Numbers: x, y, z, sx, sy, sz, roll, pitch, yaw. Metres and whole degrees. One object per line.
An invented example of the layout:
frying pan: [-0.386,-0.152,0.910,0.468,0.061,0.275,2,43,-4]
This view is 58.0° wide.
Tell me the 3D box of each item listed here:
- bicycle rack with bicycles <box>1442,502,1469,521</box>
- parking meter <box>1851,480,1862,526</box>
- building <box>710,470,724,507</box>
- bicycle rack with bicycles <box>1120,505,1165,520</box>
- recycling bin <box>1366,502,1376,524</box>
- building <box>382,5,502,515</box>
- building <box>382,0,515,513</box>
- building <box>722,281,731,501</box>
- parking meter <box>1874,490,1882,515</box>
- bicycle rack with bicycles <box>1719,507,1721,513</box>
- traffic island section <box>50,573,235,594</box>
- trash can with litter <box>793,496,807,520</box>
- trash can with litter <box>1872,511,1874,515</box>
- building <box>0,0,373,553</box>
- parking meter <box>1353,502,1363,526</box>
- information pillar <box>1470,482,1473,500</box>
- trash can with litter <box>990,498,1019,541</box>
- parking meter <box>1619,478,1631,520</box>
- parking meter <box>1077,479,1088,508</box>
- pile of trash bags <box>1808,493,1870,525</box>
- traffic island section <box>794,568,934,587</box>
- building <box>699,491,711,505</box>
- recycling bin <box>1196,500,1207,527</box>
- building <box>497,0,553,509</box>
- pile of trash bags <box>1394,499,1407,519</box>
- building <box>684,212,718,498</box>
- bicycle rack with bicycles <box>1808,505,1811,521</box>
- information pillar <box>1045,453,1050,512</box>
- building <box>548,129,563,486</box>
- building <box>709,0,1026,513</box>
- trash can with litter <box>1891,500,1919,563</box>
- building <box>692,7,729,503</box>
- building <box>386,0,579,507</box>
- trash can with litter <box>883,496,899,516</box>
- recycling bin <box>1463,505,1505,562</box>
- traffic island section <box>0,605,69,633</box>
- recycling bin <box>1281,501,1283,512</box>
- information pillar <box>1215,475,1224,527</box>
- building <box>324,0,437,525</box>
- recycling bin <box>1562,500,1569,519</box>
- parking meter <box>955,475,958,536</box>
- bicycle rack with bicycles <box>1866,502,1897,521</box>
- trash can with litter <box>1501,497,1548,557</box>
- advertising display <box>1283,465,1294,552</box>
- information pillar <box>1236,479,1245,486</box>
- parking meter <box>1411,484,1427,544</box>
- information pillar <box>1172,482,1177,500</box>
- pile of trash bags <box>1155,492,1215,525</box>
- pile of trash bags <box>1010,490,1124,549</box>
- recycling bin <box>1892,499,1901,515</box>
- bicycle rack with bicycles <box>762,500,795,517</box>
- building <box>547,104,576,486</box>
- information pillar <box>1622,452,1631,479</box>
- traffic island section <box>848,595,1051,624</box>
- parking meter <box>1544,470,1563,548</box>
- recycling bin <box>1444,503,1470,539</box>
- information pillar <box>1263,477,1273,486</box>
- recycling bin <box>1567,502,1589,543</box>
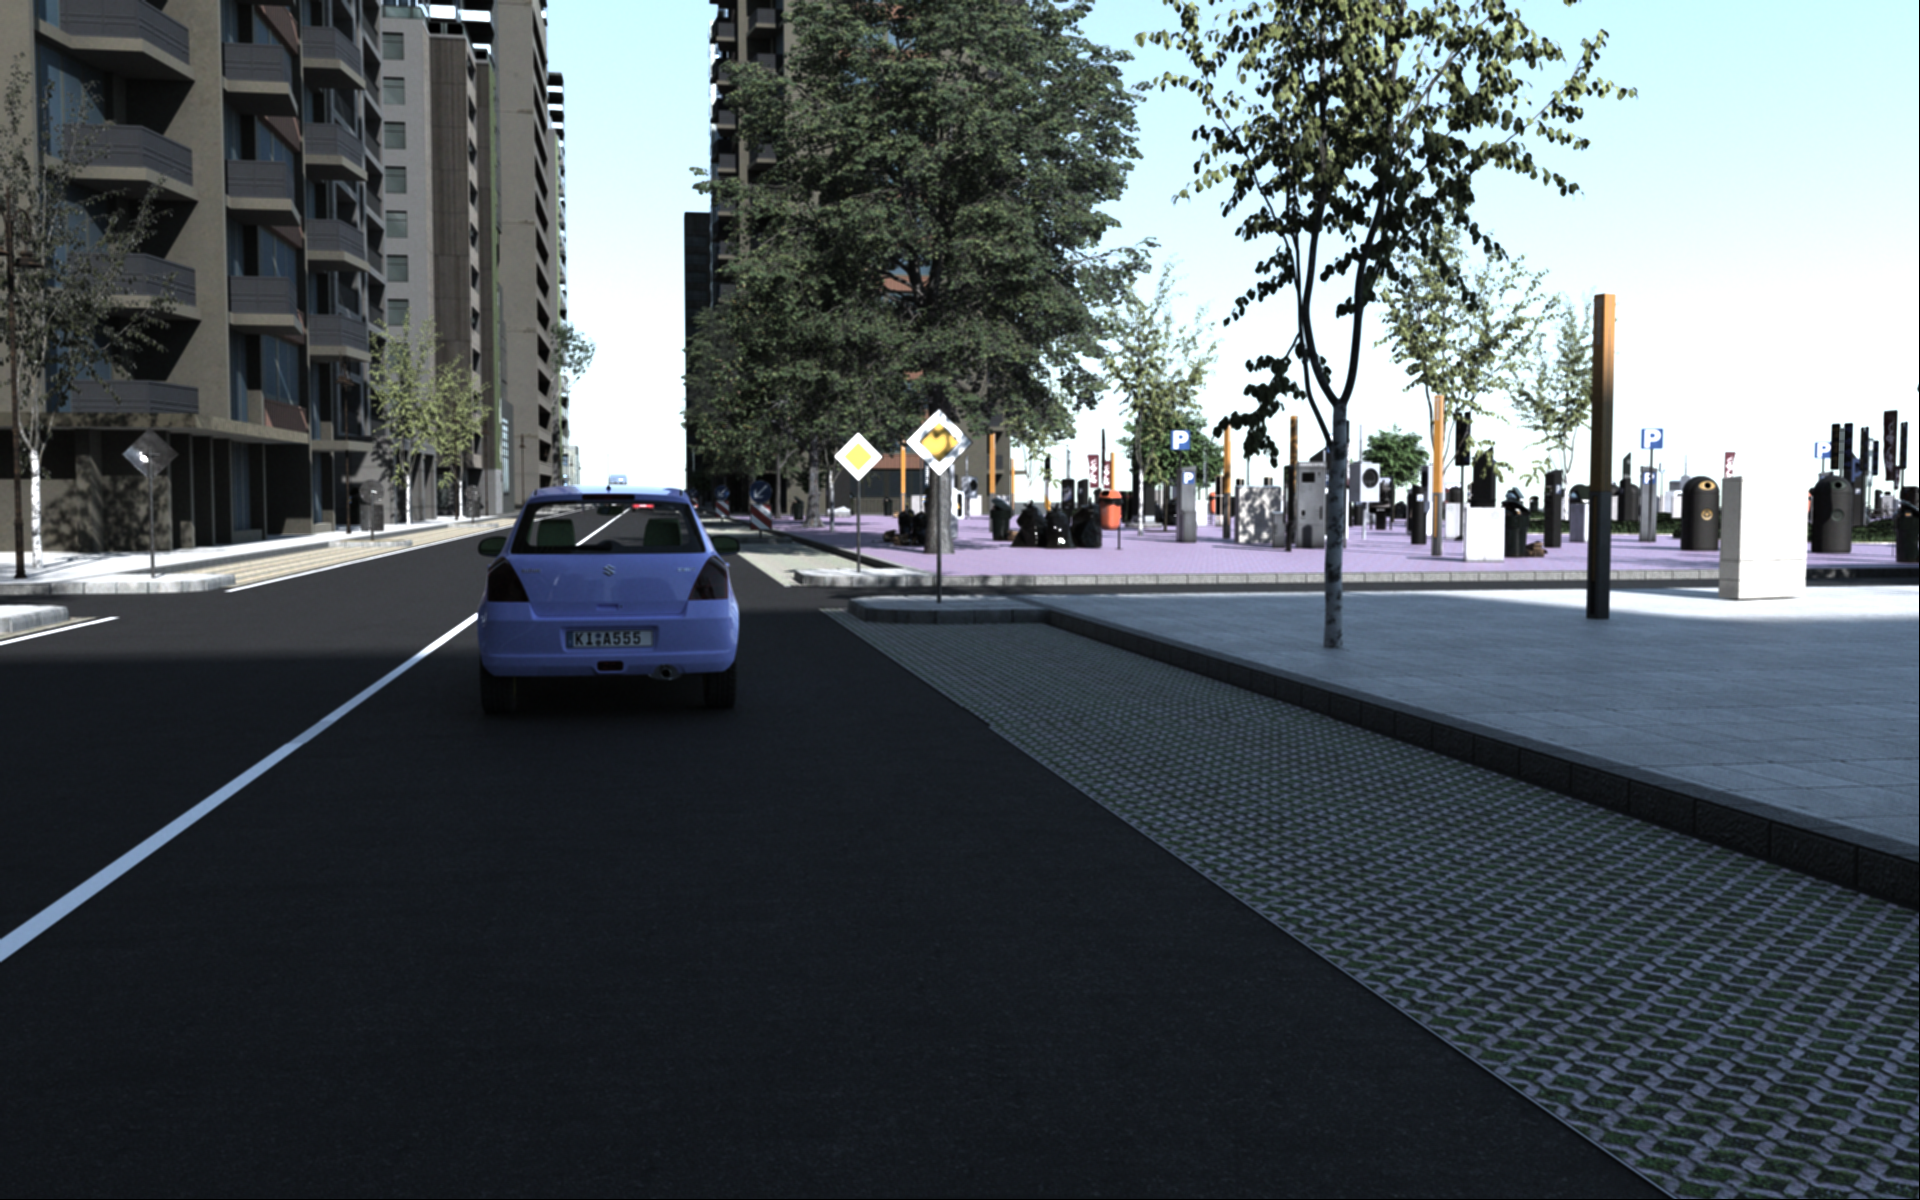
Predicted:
bicycle rack with bicycles: [23.064,-4.154,81.303,2.925,0.926,2.852,-2,4,-32]
parking meter: [36.222,-3.933,70.023,0.399,1.863,0.255,0,4,7]
building: [-13.704,-44.604,167.519,20.563,71.187,20.611,-1,4,-10]
bicycle rack with bicycles: [9.384,-4.352,84.540,2.925,0.926,2.852,3,5,41]
recycling bin: [17.944,-3.817,74.958,0.722,1.027,0.722,2,4,26]
building: [-36.086,-20.452,106.099,14.160,30.474,14.107,-1,4,-10]
building: [-44.269,-49.768,126.379,22.319,86.520,31.000,-1,4,-10]
building: [-13.685,-23.199,150.997,14.160,30.474,14.107,-1,4,-10]
parking meter: [51.443,-5.420,97.030,0.372,1.533,0.369,0,3,0]
bicycle rack with bicycles: [38.395,-4.522,87.310,2.925,0.926,2.852,2,4,32]
traffic island section: [-12.307,-0.250,26.371,2.009,0.180,2.903,-1,4,-10]
trash can with litter: [-7.660,-4.488,84.766,1.055,1.170,0.624,1,4,10]
trash can with litter: [55.481,-5.685,104.340,1.055,1.170,0.624,-2,4,-29]
building: [-29.398,-24.066,48.100,22.147,44.769,28.867,-1,4,-10]
parking meter: [16.169,-3.786,70.308,0.372,1.533,0.369,0,3,0]
information pillar: [31.521,-6.240,106.520,0.304,2.012,0.304,1,4,13]
trash can with litter: [1.328,-2.200,47.350,1.055,1.170,0.624,3,5,43]
parking meter: [24.373,-3.534,63.495,0.255,1.863,0.399,-1,4,-11]
parking meter: [4.743,-3.745,66.935,0.255,1.863,0.399,-3,5,-41]
pile of trash bags: [36.388,-3.839,72.520,1.912,1.369,3.447,-1,4,-18]
traffic island section: [-1.634,-0.366,28.269,2.009,0.180,2.903,-1,4,-10]
building: [-14.795,-31.447,206.042,32.217,40.220,23.993,-1,4,-10]
recycling bin: [9.307,-3.434,68.701,0.722,1.027,0.722,-2,4,-32]
building: [-47.917,-32.407,153.554,21.300,48.544,21.600,-1,4,-10]
pile of trash bags: [22.998,-4.876,89.478,3.447,1.369,1.912,-1,4,-21]
building: [-33.171,-34.859,253.535,14.154,41.232,14.086,-1,4,-10]
bicycle rack with bicycles: [42.042,-4.692,90.089,2.925,0.926,2.852,-1,4,-21]
information pillar: [4.992,-6.560,98.612,0.183,3.616,0.504,-2,4,-30]
building: [-50.760,-30.809,187.316,14.154,41.232,14.086,-1,4,-10]
building: [-7.299,-29.070,129.913,22.147,44.769,28.867,-1,4,-10]
trash can with litter: [18.002,-1.280,32.317,1.055,1.170,0.624,1,4,19]
building: [-24.340,-56.159,230.870,22.319,86.520,31.000,-1,4,-10]
building: [-63.928,-56.554,237.322,22.319,86.520,31.000,-1,4,-10]
trash can with litter: [-3.997,-5.526,101.734,1.055,1.170,0.624,-1,4,-9]
recycling bin: [9.958,-1.247,32.938,0.722,1.027,0.722,1,4,14]
traffic island section: [-10.900,0.231,18.510,2.009,0.180,2.903,-1,4,-10]
recycling bin: [11.763,-3.185,64.636,0.722,1.027,0.722,-3,5,-43]
information pillar: [10.273,-3.902,68.295,0.304,2.012,0.304,-3,5,-43]
building: [-35.742,-39.211,79.358,20.563,71.187,20.611,-1,4,-10]
recycling bin: [27.457,-4.000,77.957,0.722,1.027,0.722,2,4,30]
parking meter: [-0.285,-2.862,52.508,0.399,1.863,0.255,3,5,40]
bicycle rack with bicycles: [40.053,-3.858,76.461,2.925,0.926,2.852,0,4,0]
trash can with litter: [11.447,-1.465,35.335,1.055,1.170,0.624,-2,4,-30]
advertising display: [7.385,-2.064,38.957,0.123,1.923,0.974,0,4,5]
information pillar: [13.225,-4.729,81.810,0.304,2.012,0.304,-3,5,-42]
parking meter: [11.724,-2.190,44.220,0.372,1.533,0.369,0,3,0]
information pillar: [11.813,-6.322,94.719,0.504,3.616,0.183,1,4,14]
pile of trash bags: [9.440,-3.806,71.975,3.447,1.369,1.912,-2,4,-28]
pile of trash bags: [2.737,-1.926,41.241,1.912,1.369,3.447,-2,4,-33]
recycling bin: [48.092,-4.638,88.377,0.722,1.027,0.722,0,4,5]
bicycle rack with bicycles: [-10.204,-5.227,98.851,2.852,0.926,2.925,0,4,-7]
building: [-58.979,-35.999,208.192,23.786,49.044,30.456,-1,4,-10]
information pillar: [36.790,-6.375,95.580,0.504,3.616,0.183,-1,4,-17]
traffic island section: [-0.227,0.115,20.409,2.009,0.180,2.903,-1,4,-10]
parking meter: [14.226,-2.192,41.548,0.399,1.863,0.255,-3,4,-37]
recycling bin: [14.267,-2.252,49.374,0.722,1.027,0.722,2,4,33]
information pillar: [13.188,-4.258,74.116,0.304,2.012,0.304,-3,5,-44]
recycling bin: [16.745,-2.053,46.123,0.722,1.027,0.722,-1,4,-15]
